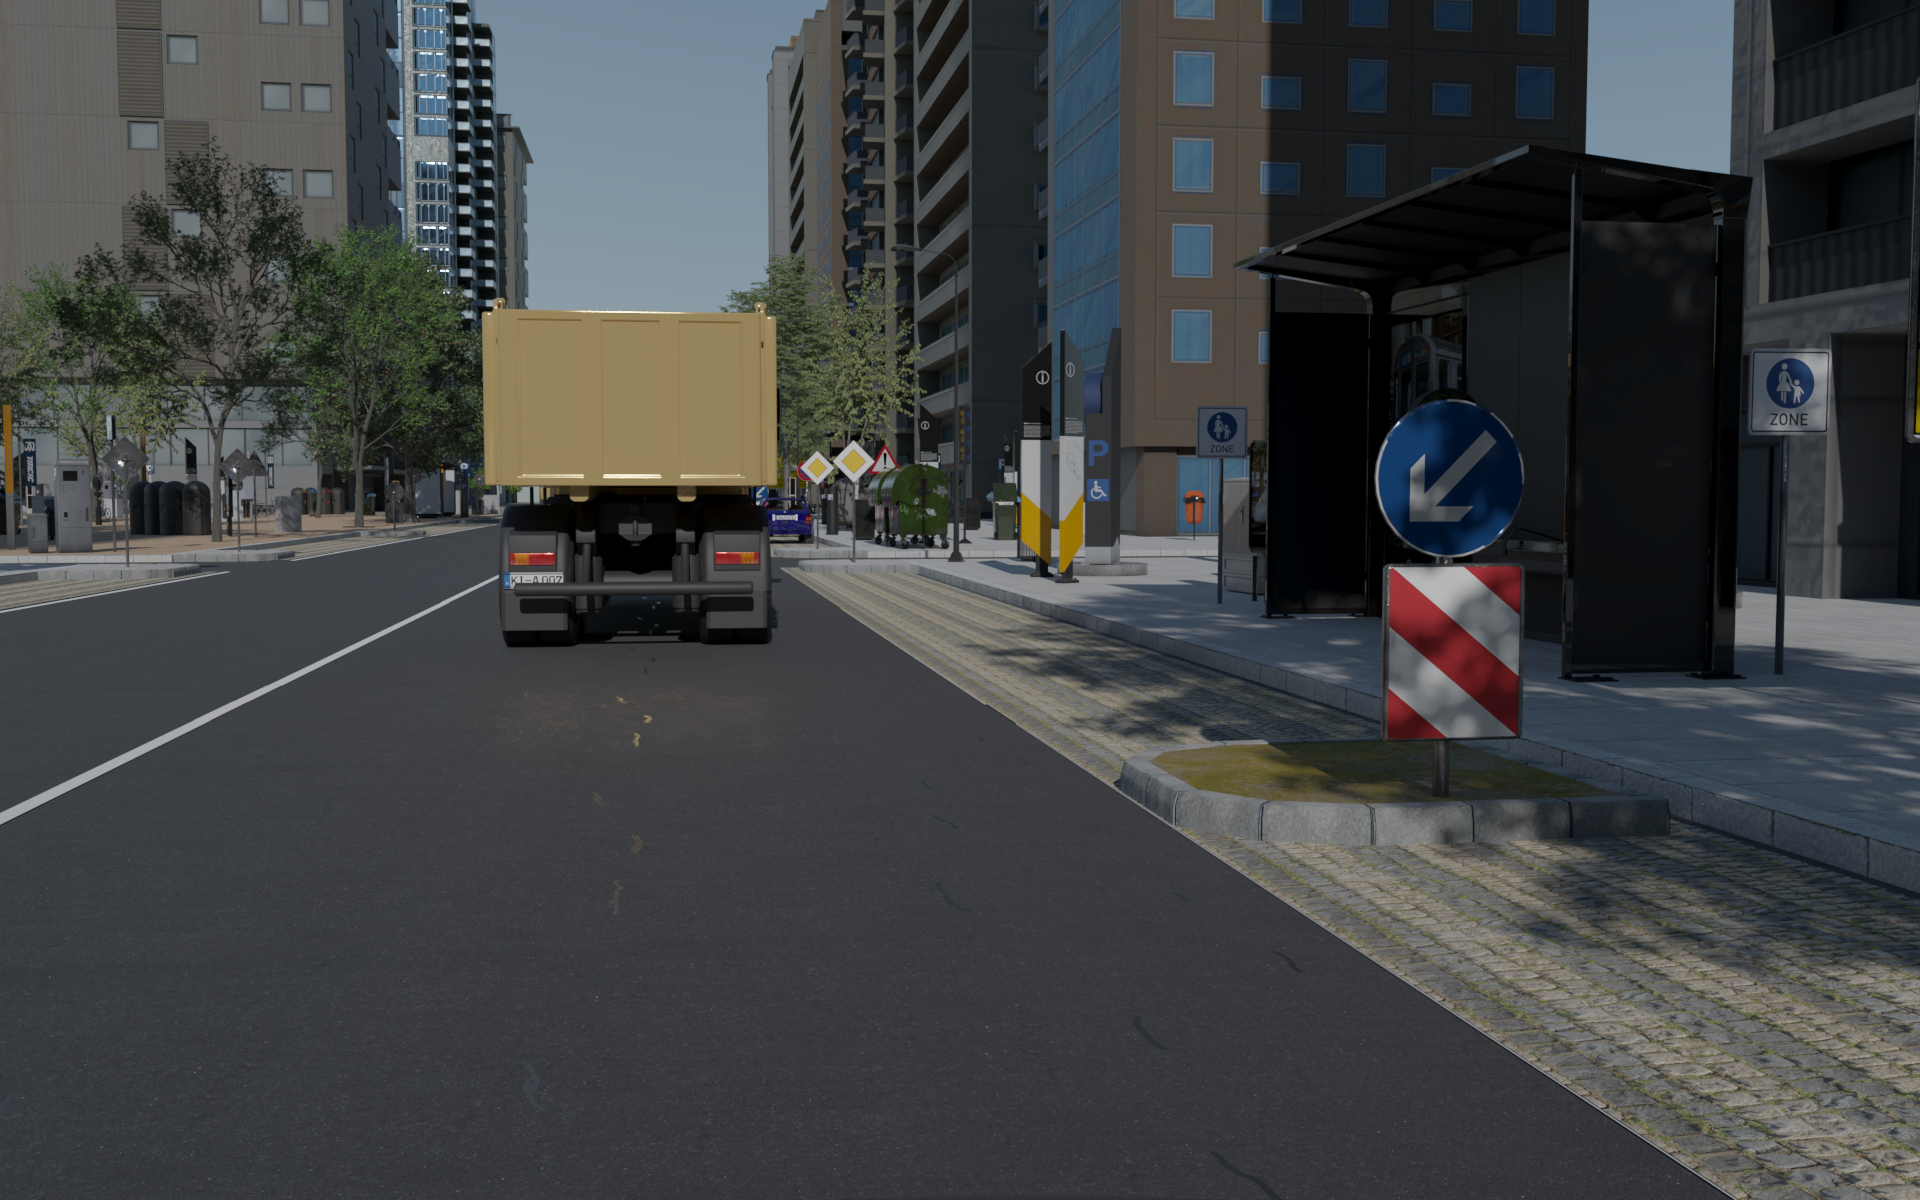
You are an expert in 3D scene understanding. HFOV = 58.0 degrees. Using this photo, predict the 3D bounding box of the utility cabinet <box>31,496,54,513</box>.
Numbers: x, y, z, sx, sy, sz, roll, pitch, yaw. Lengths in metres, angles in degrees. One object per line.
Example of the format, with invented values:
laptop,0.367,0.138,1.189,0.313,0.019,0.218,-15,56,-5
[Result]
utility cabinet,-32.736,-3.109,61.997,1.020,1.237,0.306,1,4,23

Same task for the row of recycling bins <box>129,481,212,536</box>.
row of recycling bins,-24.842,-2.893,54.410,3.534,1.692,1.069,2,4,32

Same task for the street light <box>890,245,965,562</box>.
street light,-0.605,-3.668,32.509,1.470,5.913,1.316,-1,4,-10

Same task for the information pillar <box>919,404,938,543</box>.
information pillar,-0.817,-3.278,44.947,0.504,3.616,0.183,0,4,5

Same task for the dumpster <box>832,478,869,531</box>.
dumpster,-3.816,-3.338,60.333,1.264,1.857,1.865,-1,4,-10

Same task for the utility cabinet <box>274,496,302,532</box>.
utility cabinet,-22.609,-2.883,58.298,0.306,1.237,1.020,1,4,17

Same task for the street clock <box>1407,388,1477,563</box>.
street clock,3.324,-0.452,11.959,0.471,2.002,0.358,0,4,-1

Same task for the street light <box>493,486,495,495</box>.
street light,-30.013,-8.621,113.500,1.470,5.913,1.316,-1,4,-10

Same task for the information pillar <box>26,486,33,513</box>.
information pillar,-52.765,-5.732,98.204,0.304,2.012,0.304,-3,4,-38

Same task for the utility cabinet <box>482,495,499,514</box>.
utility cabinet,-30.443,-6.179,112.183,1.020,1.237,0.306,-2,4,-33

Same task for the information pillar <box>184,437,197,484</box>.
information pillar,-31.665,-4.892,71.331,0.183,3.616,0.504,2,4,34

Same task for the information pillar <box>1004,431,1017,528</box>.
information pillar,1.923,-4.657,67.489,0.504,3.616,0.183,3,4,38

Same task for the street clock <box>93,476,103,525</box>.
street clock,-35.445,-4.077,71.228,0.358,2.002,0.471,0,4,-5

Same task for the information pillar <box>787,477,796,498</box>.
information pillar,-7.382,-4.373,75.990,0.304,2.012,0.304,-2,4,-25

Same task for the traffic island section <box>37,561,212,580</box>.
traffic island section,-14.576,-0.490,30.295,2.009,0.180,2.903,-1,4,-10

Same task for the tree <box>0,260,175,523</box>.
tree,-39.260,-9.321,78.153,9.928,11.665,9.643,0,3,0

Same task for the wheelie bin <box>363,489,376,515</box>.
wheelie bin,-35.736,-5.916,104.634,0.980,1.594,0.693,1,4,9

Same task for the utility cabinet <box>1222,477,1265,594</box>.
utility cabinet,3.744,-0.841,22.435,0.318,1.500,1.173,-1,4,-13

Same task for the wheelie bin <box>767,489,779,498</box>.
wheelie bin,-10.129,-5.163,92.324,0.980,1.594,0.693,-3,4,-37

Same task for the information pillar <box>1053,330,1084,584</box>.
information pillar,1.599,-2.053,24.929,0.183,3.616,0.504,3,5,40

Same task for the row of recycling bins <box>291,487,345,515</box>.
row of recycling bins,-39.974,-6.155,107.744,1.069,1.692,3.534,3,4,37

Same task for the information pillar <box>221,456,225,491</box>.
information pillar,-45.004,-6.976,105.408,0.504,3.616,0.183,-3,5,-42

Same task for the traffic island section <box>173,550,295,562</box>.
traffic island section,-15.902,-0.972,38.169,2.009,0.180,2.903,-1,4,-10

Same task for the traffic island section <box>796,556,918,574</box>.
traffic island section,-1.961,-0.619,32.407,2.009,0.180,2.903,-1,4,-10

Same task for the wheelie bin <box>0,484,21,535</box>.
wheelie bin,-30.059,-2.852,54.546,0.693,1.594,0.980,0,4,-5

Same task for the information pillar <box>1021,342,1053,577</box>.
information pillar,1.187,-2.159,26.658,0.504,3.616,0.183,-1,4,-12

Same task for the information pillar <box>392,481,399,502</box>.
information pillar,-31.521,-5.643,96.749,0.304,2.012,0.304,-3,5,-39

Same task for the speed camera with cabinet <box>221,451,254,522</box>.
speed camera with cabinet,-33.237,-5.220,79.685,2.038,3.252,0.660,3,4,38

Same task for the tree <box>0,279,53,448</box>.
tree,-32.415,-6.562,57.644,4.737,8.622,4.395,0,3,0

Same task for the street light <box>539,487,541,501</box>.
street light,-37.002,-11.146,154.776,1.470,5.913,1.316,-1,4,-10

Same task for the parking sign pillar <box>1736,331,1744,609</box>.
parking sign pillar,8.196,-1.914,19.772,1.447,3.967,1.447,-2,4,-35

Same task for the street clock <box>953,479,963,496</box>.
street clock,-0.091,-4.784,82.793,0.358,2.002,0.471,3,5,42

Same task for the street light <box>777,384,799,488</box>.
street light,-7.333,-6.121,72.613,1.470,5.913,1.316,-1,4,-10

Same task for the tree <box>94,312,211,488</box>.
tree,-30.972,-7.087,66.240,4.737,8.622,4.395,0,3,0

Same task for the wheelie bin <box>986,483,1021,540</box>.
wheelie bin,1.210,-2.461,48.142,0.980,1.594,0.693,0,4,-6

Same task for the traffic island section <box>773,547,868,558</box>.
traffic island section,-3.287,-1.101,40.282,2.009,0.180,2.903,-1,4,-10

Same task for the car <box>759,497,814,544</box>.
car,-5.240,-2.329,50.654,1.945,1.354,3.894,-1,4,-10

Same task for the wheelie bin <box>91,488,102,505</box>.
wheelie bin,-47.634,-5.331,95.072,0.693,1.594,0.980,2,4,26

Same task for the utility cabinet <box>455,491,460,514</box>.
utility cabinet,-32.171,-6.203,110.090,1.173,1.500,0.318,2,4,28

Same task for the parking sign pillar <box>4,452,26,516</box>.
parking sign pillar,-56.350,-7.040,103.574,1.447,3.967,1.447,-1,4,-21

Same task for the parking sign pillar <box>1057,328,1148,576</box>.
parking sign pillar,2.278,-2.390,27.557,1.447,3.967,1.447,1,4,12
